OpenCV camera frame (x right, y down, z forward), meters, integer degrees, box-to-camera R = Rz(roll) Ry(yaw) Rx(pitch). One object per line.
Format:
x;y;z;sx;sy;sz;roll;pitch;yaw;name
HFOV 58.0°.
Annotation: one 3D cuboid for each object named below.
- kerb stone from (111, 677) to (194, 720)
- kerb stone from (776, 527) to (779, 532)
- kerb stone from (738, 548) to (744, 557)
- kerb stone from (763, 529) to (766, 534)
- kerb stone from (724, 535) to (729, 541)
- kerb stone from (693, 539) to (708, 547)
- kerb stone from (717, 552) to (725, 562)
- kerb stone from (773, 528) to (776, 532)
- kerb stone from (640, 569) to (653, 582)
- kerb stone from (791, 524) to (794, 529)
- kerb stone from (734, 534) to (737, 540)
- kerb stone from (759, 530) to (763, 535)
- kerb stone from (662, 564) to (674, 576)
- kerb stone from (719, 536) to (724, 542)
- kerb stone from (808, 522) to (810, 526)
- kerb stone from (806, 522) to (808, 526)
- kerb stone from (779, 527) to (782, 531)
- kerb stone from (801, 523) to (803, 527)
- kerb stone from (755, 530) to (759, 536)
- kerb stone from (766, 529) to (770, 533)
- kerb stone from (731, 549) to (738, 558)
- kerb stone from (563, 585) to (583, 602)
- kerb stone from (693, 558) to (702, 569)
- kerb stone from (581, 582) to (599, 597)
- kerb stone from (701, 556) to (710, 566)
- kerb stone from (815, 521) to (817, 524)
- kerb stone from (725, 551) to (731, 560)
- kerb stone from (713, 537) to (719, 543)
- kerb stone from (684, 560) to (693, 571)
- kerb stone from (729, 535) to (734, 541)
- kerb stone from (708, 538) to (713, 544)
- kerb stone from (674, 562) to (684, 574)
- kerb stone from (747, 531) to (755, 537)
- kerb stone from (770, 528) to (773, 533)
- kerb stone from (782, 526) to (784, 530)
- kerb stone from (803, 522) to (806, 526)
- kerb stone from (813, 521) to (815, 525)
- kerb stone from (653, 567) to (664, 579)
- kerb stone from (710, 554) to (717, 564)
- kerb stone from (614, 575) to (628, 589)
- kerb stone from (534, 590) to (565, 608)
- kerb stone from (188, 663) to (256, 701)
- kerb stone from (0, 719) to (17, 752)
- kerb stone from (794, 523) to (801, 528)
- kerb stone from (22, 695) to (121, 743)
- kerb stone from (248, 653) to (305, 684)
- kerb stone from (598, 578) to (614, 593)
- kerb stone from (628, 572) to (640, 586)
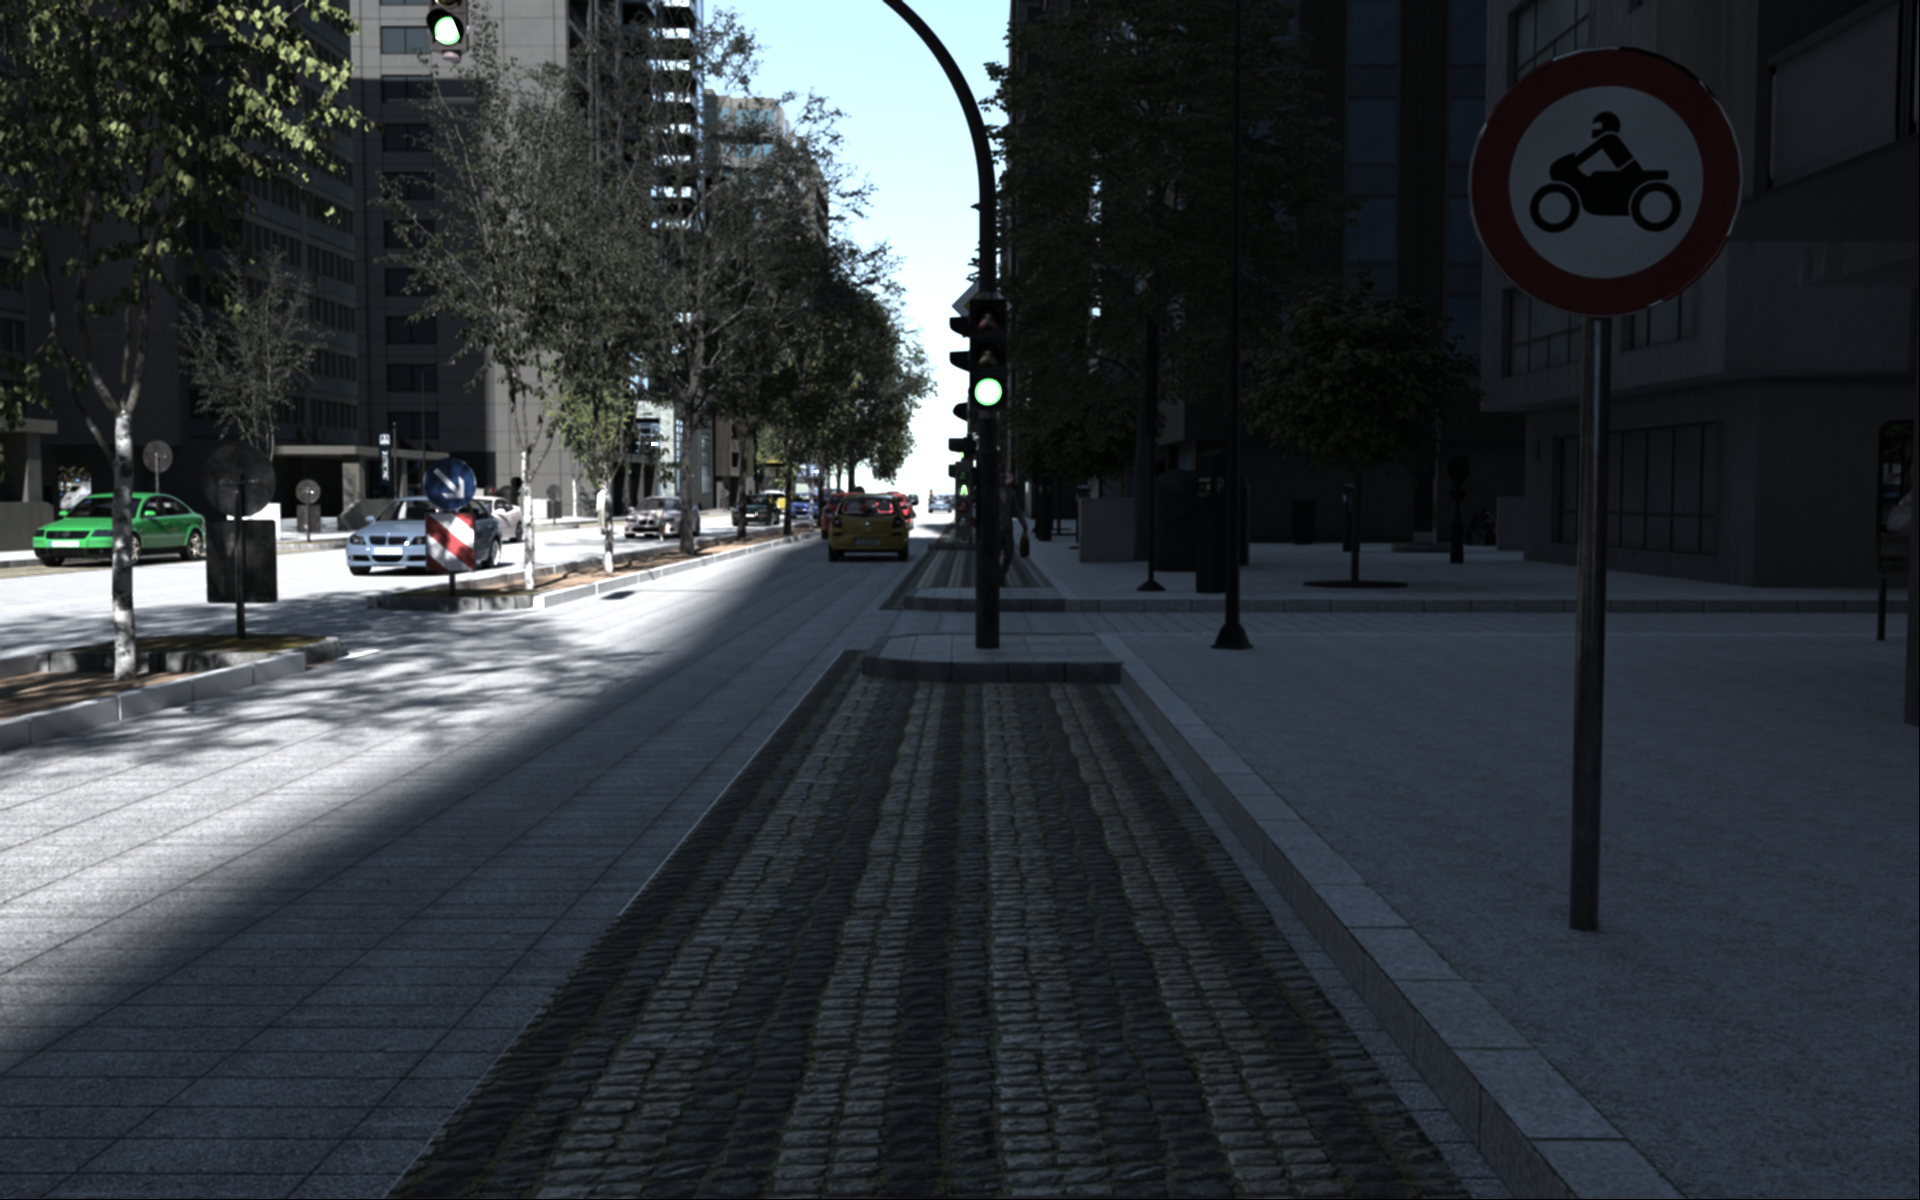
-5.370;0.656;11.463;0.120;0.150;1.000;0;4;0;kerb stone
-7.020;-2.636;65.297;0.120;0.150;1.000;0;4;0;kerb stone
-5.138;-1.068;39.671;0.120;0.150;1.000;0;4;0;kerb stone
-7.057;-2.384;61.210;0.120;0.150;1.000;0;4;0;kerb stone
-7.127;-1.818;51.988;0.120;0.150;1.000;0;4;0;kerb stone
-7.173;-1.571;47.878;0.120;0.150;1.000;0;4;0;kerb stone
-5.160;-0.877;36.590;0.120;0.150;1.000;0;4;0;kerb stone
-7.041;-2.572;64.276;0.120;0.150;1.000;0;4;0;kerb stone
-5.236;-0.379;28.394;0.120;0.150;1.000;0;4;0;kerb stone
-6.983;-2.949;70.422;0.120;0.150;1.000;0;4;0;kerb stone
-7.119;-1.947;54.036;0.120;0.150;1.000;0;4;0;kerb stone
-7.068;-2.324;60.188;0.120;0.150;1.000;0;4;0;kerb stone
-5.213;-0.504;30.437;0.120;0.150;1.000;0;4;0;kerb stone
-7.146;-1.759;50.966;0.120;0.150;1.000;0;4;0;kerb stone
-6.921;-3.382;77.613;0.120;0.150;1.000;0;4;0;kerb stone
-6.931;-3.326;76.572;0.120;0.150;1.000;0;4;0;kerb stone
-7.020;-2.698;66.323;0.120;0.150;1.000;0;4;0;kerb stone
-6.954;-3.200;74.517;0.120;0.150;1.000;0;4;0;kerb stone
-7.074;-2.260;59.162;0.120;0.150;1.000;0;4;0;kerb stone
-7.050;-2.449;62.232;0.120;0.150;1.000;0;4;0;kerb stone
-5.143;-1.006;38.647;0.120;0.150;1.000;0;4;0;kerb stone
-5.280;-0.066;23.277;0.120;0.150;1.000;0;4;0;kerb stone
-5.188;-0.687;33.510;0.120;0.150;1.000;0;4;0;kerb stone
-5.274;-0.126;24.300;0.120;0.150;1.000;0;4;0;kerb stone
-5.177;-0.754;34.540;0.120;0.150;1.000;0;4;0;kerb stone
-6.902;-3.577;80.703;0.120;0.150;1.000;0;4;0;kerb stone
-5.153;-0.941;37.617;0.120;0.150;1.000;0;4;0;kerb stone
-7.159;-1.696;49.929;0.120;0.150;1.000;0;4;0;kerb stone
-5.196;-0.629;32.487;0.120;0.150;1.000;0;4;0;kerb stone
-7.122;-1.883;53.014;0.120;0.150;1.000;0;4;0;kerb stone
-7.169;-1.634;48.904;0.120;0.150;1.000;0;4;0;kerb stone
-5.204;-0.567;31.464;0.120;0.150;1.000;0;4;0;kerb stone
-7.089;-2.198;58.140;0.120;0.150;1.000;0;4;0;kerb stone
-7.039;-2.511;63.254;0.120;0.150;1.000;0;4;0;kerb stone
-7.010;-2.759;67.345;0.120;0.150;1.000;0;4;0;kerb stone
-6.941;-3.263;75.539;0.120;0.150;1.000;0;4;0;kerb stone
-6.900;-3.508;79.681;0.120;0.150;1.000;0;4;0;kerb stone
-5.224;-0.438;29.416;0.120;0.150;1.000;0;4;0;kerb stone
-5.172;-0.817;35.561;0.120;0.150;1.000;0;4;0;kerb stone
-5.253;-0.254;26.350;0.120;0.150;1.000;0;4;0;kerb stone
-5.289;-0.003;22.255;0.120;0.150;1.000;0;4;0;kerb stone
-5.367;0.594;12.488;0.120;0.150;1.000;0;4;0;kerb stone
-5.392;0.786;9.417;0.120;0.150;1.000;0;4;0;kerb stone
-6.957;-3.137;73.488;0.120;0.150;1.000;0;4;0;kerb stone
-5.384;0.722;10.440;0.120;0.150;1.000;0;4;0;kerb stone
-5.361;0.531;13.514;0.120;0.150;1.000;0;4;0;kerb stone
-5.258;-0.192;25.328;0.120;0.150;1.000;0;4;0;kerb stone
-5.247;-0.315;27.372;0.120;0.150;1.000;0;4;0;kerb stone
